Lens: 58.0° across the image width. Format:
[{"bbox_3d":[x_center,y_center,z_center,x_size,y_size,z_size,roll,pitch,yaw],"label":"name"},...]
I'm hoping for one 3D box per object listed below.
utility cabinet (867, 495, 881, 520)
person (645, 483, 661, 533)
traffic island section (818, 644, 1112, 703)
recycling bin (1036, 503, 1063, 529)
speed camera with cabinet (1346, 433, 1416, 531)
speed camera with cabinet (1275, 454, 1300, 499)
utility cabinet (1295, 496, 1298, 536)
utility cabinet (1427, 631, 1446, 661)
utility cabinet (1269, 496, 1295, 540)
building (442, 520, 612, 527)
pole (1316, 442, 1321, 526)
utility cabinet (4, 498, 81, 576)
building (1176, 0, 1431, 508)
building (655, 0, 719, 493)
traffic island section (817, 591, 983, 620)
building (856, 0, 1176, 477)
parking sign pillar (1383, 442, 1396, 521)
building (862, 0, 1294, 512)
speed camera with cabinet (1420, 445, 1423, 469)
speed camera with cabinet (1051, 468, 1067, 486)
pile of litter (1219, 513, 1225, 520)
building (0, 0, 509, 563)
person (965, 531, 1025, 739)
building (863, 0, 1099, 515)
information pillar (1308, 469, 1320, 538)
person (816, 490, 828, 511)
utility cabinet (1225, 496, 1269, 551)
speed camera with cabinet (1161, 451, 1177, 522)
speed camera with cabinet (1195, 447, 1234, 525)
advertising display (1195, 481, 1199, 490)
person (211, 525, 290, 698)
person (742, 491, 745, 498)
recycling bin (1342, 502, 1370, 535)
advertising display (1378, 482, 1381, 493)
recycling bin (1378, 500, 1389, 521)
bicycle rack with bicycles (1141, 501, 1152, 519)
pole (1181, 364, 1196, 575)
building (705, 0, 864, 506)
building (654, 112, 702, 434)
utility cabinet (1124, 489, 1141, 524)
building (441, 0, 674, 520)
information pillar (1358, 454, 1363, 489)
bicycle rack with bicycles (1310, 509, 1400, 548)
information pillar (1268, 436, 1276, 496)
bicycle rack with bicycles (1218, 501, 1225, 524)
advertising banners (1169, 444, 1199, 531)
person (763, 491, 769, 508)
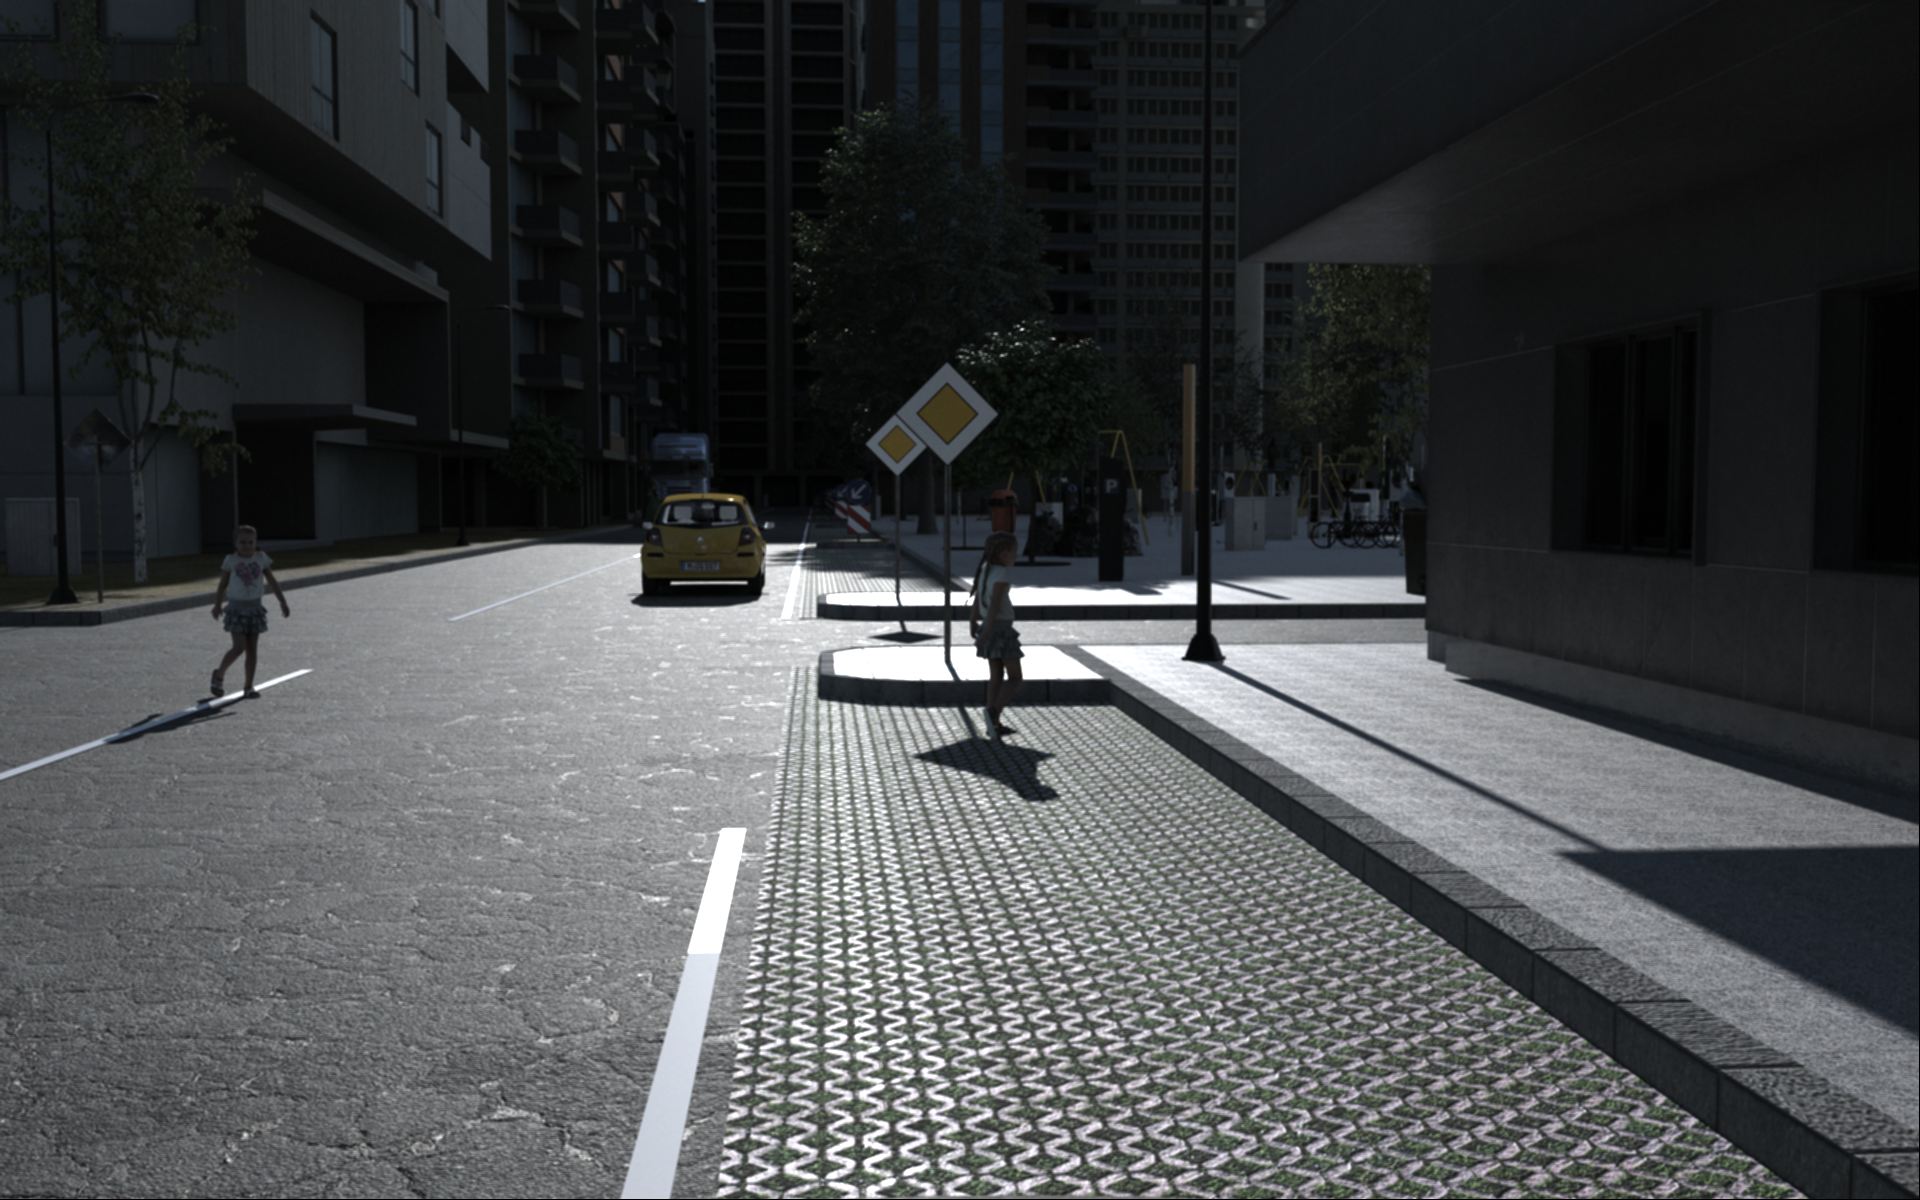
[{"bbox_3d":[-4.196,-4.499,84.718,0.306,1.237,1.020,-2,4,-27],"label":"utility cabinet"},{"bbox_3d":[-10.073,-2.940,56.813,0.600,1.795,0.529,-3,5,-45],"label":"person"},{"bbox_3d":[-0.075,0.553,13.239,2.009,0.180,2.903,0,4,-5],"label":"traffic island section"},{"bbox_3d":[2.583,-2.367,51.251,0.722,1.027,0.722,2,4,28],"label":"recycling bin"},{"bbox_3d":[13.534,-3.766,55.910,2.038,3.252,0.660,1,4,20],"label":"speed camera with cabinet"},{"bbox_3d":[16.351,-5.649,86.696,0.660,3.252,2.038,-1,4,-11],"label":"speed camera with cabinet"},{"bbox_3d":[10.191,-2.611,53.850,0.306,1.237,1.020,-1,4,-8],"label":"utility cabinet"},{"bbox_3d":[4.044,-0.156,13.714,0.306,1.237,1.020,3,5,39],"label":"utility cabinet"},{"bbox_3d":[8.736,-2.270,48.277,1.020,1.237,0.306,1,4,15],"label":"utility cabinet"},{"bbox_3d":[-25.525,-25.930,78.579,22.147,44.769,28.867,0,4,-5],"label":"building"},{"bbox_3d":[14.162,-4.564,68.472,0.158,3.312,0.155,0,3,0],"label":"pole"},{"bbox_3d":[-14.514,-0.994,27.420,1.020,1.237,0.306,-1,4,-21],"label":"utility cabinet"},{"bbox_3d":[35.160,-38.062,164.318,28.212,58.520,21.231,0,4,-5],"label":"building"},{"bbox_3d":[-33.484,-32.728,158.803,21.600,48.544,21.300,0,4,-5],"label":"building"},{"bbox_3d":[-0.742,0.066,21.197,2.009,0.180,2.903,0,4,-5],"label":"traffic island section"},{"bbox_3d":[4.253,-34.834,158.778,28.713,52.752,27.495,0,4,-5],"label":"building"},{"bbox_3d":[20.080,-5.657,80.959,1.447,3.967,1.447,0,4,5],"label":"parking sign pillar"},{"bbox_3d":[8.671,-27.021,133.666,32.217,40.220,23.993,0,4,-5],"label":"building"},{"bbox_3d":[18.338,-4.668,70.658,0.660,3.252,2.038,-1,4,-11],"label":"speed camera with cabinet"},{"bbox_3d":[5.695,-5.894,90.699,2.038,3.252,0.660,-3,5,-40],"label":"speed camera with cabinet"},{"bbox_3d":[13.663,-4.419,86.217,1.719,0.858,1.176,0,4,6],"label":"pile of litter"},{"bbox_3d":[-27.288,-27.689,41.949,28.713,52.752,27.495,0,4,-5],"label":"building"},{"bbox_3d":[0.158,0.200,10.249,0.382,1.210,0.505,-2,4,-30],"label":"person"},{"bbox_3d":[0.905,-28.353,113.676,14.600,45.320,14.200,0,4,-5],"label":"building"},{"bbox_3d":[10.254,-2.796,50.204,0.304,2.012,0.304,0,4,6],"label":"information pillar"},{"bbox_3d":[-11.239,-8.117,141.928,1.217,1.743,0.721,-1,4,-22],"label":"person"},{"bbox_3d":[6.496,-1.728,39.418,1.020,1.237,0.306,-3,4,-36],"label":"utility cabinet"},{"bbox_3d":[10.350,-5.241,80.027,2.038,3.252,0.660,1,4,15],"label":"speed camera with cabinet"},{"bbox_3d":[10.498,-4.723,71.550,2.038,3.252,0.660,-3,5,-43],"label":"speed camera with cabinet"},{"bbox_3d":[11.473,-4.875,84.914,0.123,1.923,0.974,3,5,42],"label":"advertising display"},{"bbox_3d":[-5.035,0.076,12.273,0.505,1.210,0.382,-3,4,-38],"label":"person"},{"bbox_3d":[-20.908,-9.632,166.710,0.721,1.736,1.217,-1,4,-12],"label":"person"},{"bbox_3d":[12.153,-2.485,53.176,0.722,1.027,0.722,1,4,22],"label":"recycling bin"},{"bbox_3d":[22.913,-5.363,92.907,0.974,1.923,0.123,0,4,1],"label":"advertising display"},{"bbox_3d":[19.179,-4.061,78.954,0.722,1.027,0.722,1,4,16],"label":"recycling bin"},{"bbox_3d":[8.632,-4.656,89.509,2.925,0.926,2.852,-2,4,-26],"label":"bicycle rack with bicycles"},{"bbox_3d":[3.601,-2.045,27.279,0.158,3.312,0.155,0,3,0],"label":"pole"},{"bbox_3d":[-16.680,-45.888,188.527,20.611,71.187,20.563,0,4,-5],"label":"building"},{"bbox_3d":[-27.086,-21.962,130.782,14.160,30.474,14.107,0,4,-5],"label":"building"},{"bbox_3d":[7.197,-4.028,74.534,1.173,1.500,0.318,2,4,28],"label":"utility cabinet"},{"bbox_3d":[-29.633,-27.767,108.611,22.147,44.769,28.867,0,4,-5],"label":"building"},{"bbox_3d":[20.999,-6.089,90.913,0.183,3.616,0.504,0,4,-3],"label":"information pillar"},{"bbox_3d":[9.950,-1.731,41.676,2.925,0.926,2.852,1,4,13],"label":"bicycle rack with bicycles"},{"bbox_3d":[12.685,-4.840,70.496,0.183,3.616,0.504,-1,4,-18],"label":"information pillar"},{"bbox_3d":[11.567,-3.801,75.526,2.852,0.926,2.925,-2,4,-30],"label":"bicycle rack with bicycles"},{"bbox_3d":[7.953,-3.941,60.621,0.090,3.025,2.074,-2,4,-31],"label":"advertising banners"},{"bbox_3d":[-19.262,-9.944,171.752,0.621,1.740,0.551,1,4,23],"label":"person"}]
